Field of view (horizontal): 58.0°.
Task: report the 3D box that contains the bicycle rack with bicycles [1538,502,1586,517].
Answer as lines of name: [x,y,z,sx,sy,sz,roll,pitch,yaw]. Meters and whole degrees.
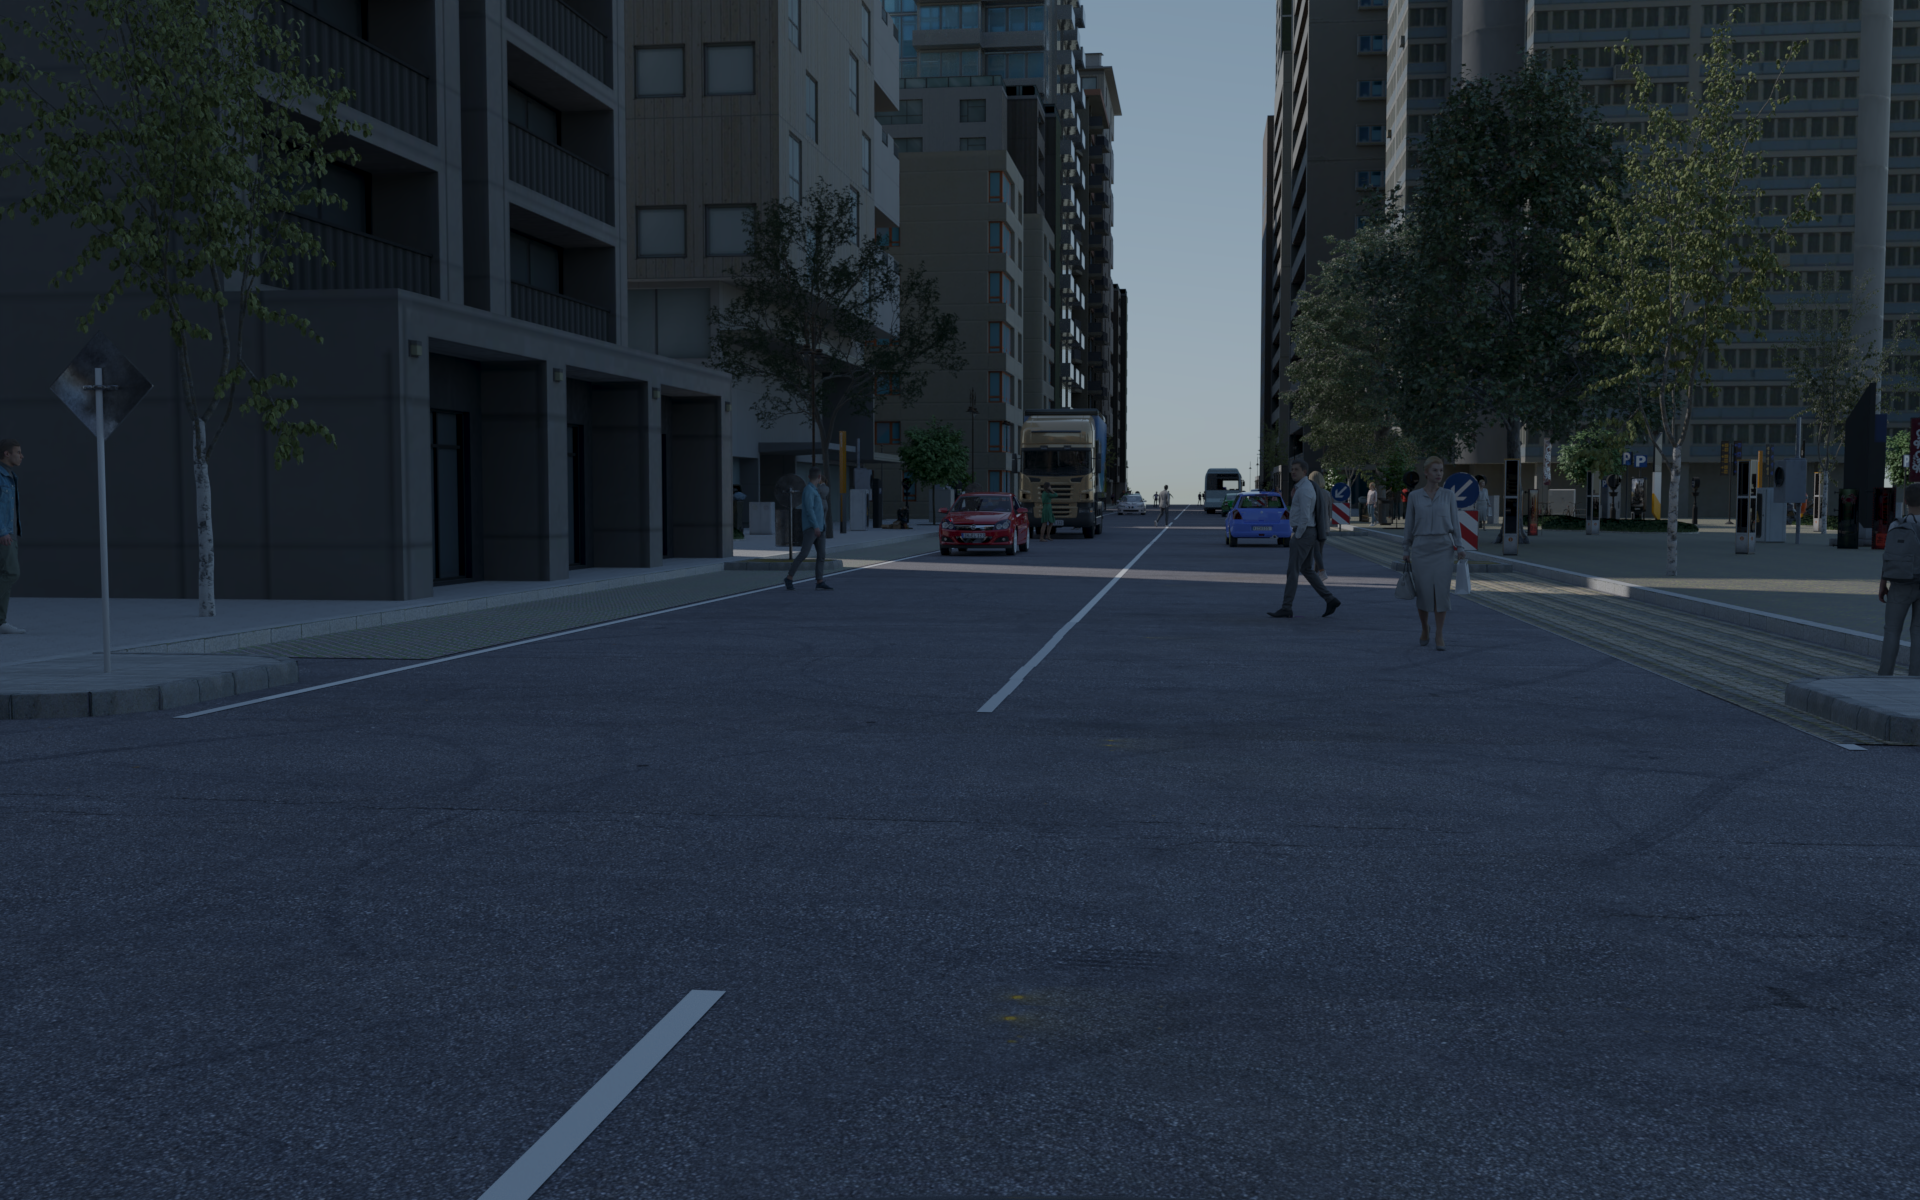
bicycle rack with bicycles: [27.121,-4.003,78.825,2.852,0.926,2.925,3,4,38]

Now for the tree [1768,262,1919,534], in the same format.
tree: [28.224,-6.450,55.820,4.360,8.622,3.978,0,3,0]

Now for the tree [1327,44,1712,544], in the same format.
tree: [14.363,-7.810,44.708,9.611,12.733,9.660,0,3,0]

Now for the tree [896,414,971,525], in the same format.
tree: [-1.054,-5.370,71.513,4.285,4.588,4.351,0,3,0]

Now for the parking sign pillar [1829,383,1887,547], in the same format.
parking sign pillar: [22.227,-3.309,42.574,1.447,3.967,1.447,0,4,4]

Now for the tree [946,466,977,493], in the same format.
tree: [0.079,-5.213,79.826,1.663,3.219,1.824,0,3,0]

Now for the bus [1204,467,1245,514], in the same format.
bus: [19.732,-8.218,129.228,2.948,3.499,13.247,1,4,10]

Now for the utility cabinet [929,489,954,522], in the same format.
utility cabinet: [-0.821,-4.217,77.628,1.173,1.500,0.318,2,4,33]

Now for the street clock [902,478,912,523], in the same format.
street clock: [-2.352,-4.417,76.789,0.471,2.002,0.358,0,4,0]

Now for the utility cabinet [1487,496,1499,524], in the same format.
utility cabinet: [23.136,-3.915,75.177,0.306,1.237,1.020,2,4,30]

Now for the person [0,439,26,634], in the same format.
person: [-8.753,-0.574,15.776,0.444,1.785,0.601,-1,4,-8]

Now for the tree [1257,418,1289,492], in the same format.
tree: [30.860,-13.390,169.285,4.737,8.622,4.395,0,3,0]

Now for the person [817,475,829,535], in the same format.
person: [-3.798,-2.431,46.067,0.573,1.790,0.520,1,4,17]

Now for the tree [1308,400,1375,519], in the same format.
tree: [19.823,-8.422,88.068,4.737,8.622,4.395,0,3,0]

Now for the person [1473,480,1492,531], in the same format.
person: [18.373,-3.335,60.929,0.694,1.780,0.624,1,4,18]

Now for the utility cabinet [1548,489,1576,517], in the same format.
utility cabinet: [28.415,-4.472,81.797,1.173,1.500,0.318,2,4,34]

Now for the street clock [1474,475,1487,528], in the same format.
street clock: [19.420,-3.680,64.734,0.471,2.002,0.358,3,5,41]

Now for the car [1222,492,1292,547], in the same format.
car: [8.255,-2.350,48.010,1.945,1.707,3.694,0,4,6]

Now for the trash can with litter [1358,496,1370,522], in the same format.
trash can with litter: [18.676,-4.176,79.662,0.624,1.170,1.055,0,4,3]

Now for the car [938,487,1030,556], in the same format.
car: [0.620,-2.003,41.786,2.155,1.783,4.494,1,4,8]

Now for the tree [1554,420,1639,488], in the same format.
tree: [27.418,-5.559,74.604,4.285,4.588,4.351,0,3,0]

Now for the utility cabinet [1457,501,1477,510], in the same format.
utility cabinet: [19.470,-3.411,66.926,1.020,1.237,0.306,-1,4,-10]

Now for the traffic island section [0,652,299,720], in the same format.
traffic island section: [-6.166,0.600,12.479,2.009,0.180,2.903,0,4,8]

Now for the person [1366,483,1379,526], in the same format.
person: [16.474,-3.816,69.105,0.598,1.740,0.731,-2,4,-32]

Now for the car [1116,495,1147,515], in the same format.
car: [11.863,-6.556,119.546,2.083,1.381,4.827,0,4,7]

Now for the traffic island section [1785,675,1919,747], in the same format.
traffic island section: [6.454,0.706,10.731,2.009,0.180,2.903,0,4,8]

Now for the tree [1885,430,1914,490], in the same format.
tree: [43.662,-5.839,79.182,4.285,4.588,4.351,0,3,0]

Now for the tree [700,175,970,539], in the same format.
tree: [-3.706,-7.070,50.002,8.767,10.594,7.601,1,4,10]

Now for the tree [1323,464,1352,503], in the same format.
tree: [19.828,-5.957,92.006,1.663,3.219,1.824,0,3,0]

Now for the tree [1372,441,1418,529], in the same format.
tree: [15.901,-4.215,63.523,1.663,3.219,1.824,0,3,0]

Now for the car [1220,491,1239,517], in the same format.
car: [17.424,-6.152,109.385,1.959,1.807,4.718,0,4,7]

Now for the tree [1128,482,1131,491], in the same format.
tree: [23.407,-15.313,244.964,1.663,3.219,1.824,0,3,0]

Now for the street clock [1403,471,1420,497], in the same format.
street clock: [14.245,-3.068,54.735,0.471,2.002,0.358,-1,4,-12]

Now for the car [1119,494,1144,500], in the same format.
car: [13.305,-7.647,133.825,1.959,1.807,4.718,1,4,9]

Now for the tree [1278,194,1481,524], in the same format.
tree: [18.243,-10.311,75.247,9.857,13.997,8.962,0,3,0]

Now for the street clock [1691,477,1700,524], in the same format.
street clock: [31.255,-4.223,73.619,0.358,2.002,0.471,0,4,6]

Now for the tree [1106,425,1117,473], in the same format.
tree: [12.541,-13.030,163.395,4.737,8.622,4.395,0,3,0]

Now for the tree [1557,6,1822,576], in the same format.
tree: [11.289,-4.700,27.215,4.737,8.622,4.395,0,3,0]

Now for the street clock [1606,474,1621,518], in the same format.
street clock: [23.838,-3.586,63.206,0.471,2.002,0.358,0,4,5]

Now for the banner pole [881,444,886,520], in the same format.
banner pole: [-3.927,-5.933,87.015,0.401,3.779,0.863,0,4,-5]

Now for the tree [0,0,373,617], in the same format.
tree: [-7.899,-4.116,17.663,4.737,8.622,4.395,0,3,0]

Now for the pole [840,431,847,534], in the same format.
pole: [-3.800,-3.816,56.229,0.158,3.312,0.155,0,3,0]

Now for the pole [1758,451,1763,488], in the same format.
pole: [37.732,-5.374,81.710,0.158,3.312,0.155,0,3,0]
